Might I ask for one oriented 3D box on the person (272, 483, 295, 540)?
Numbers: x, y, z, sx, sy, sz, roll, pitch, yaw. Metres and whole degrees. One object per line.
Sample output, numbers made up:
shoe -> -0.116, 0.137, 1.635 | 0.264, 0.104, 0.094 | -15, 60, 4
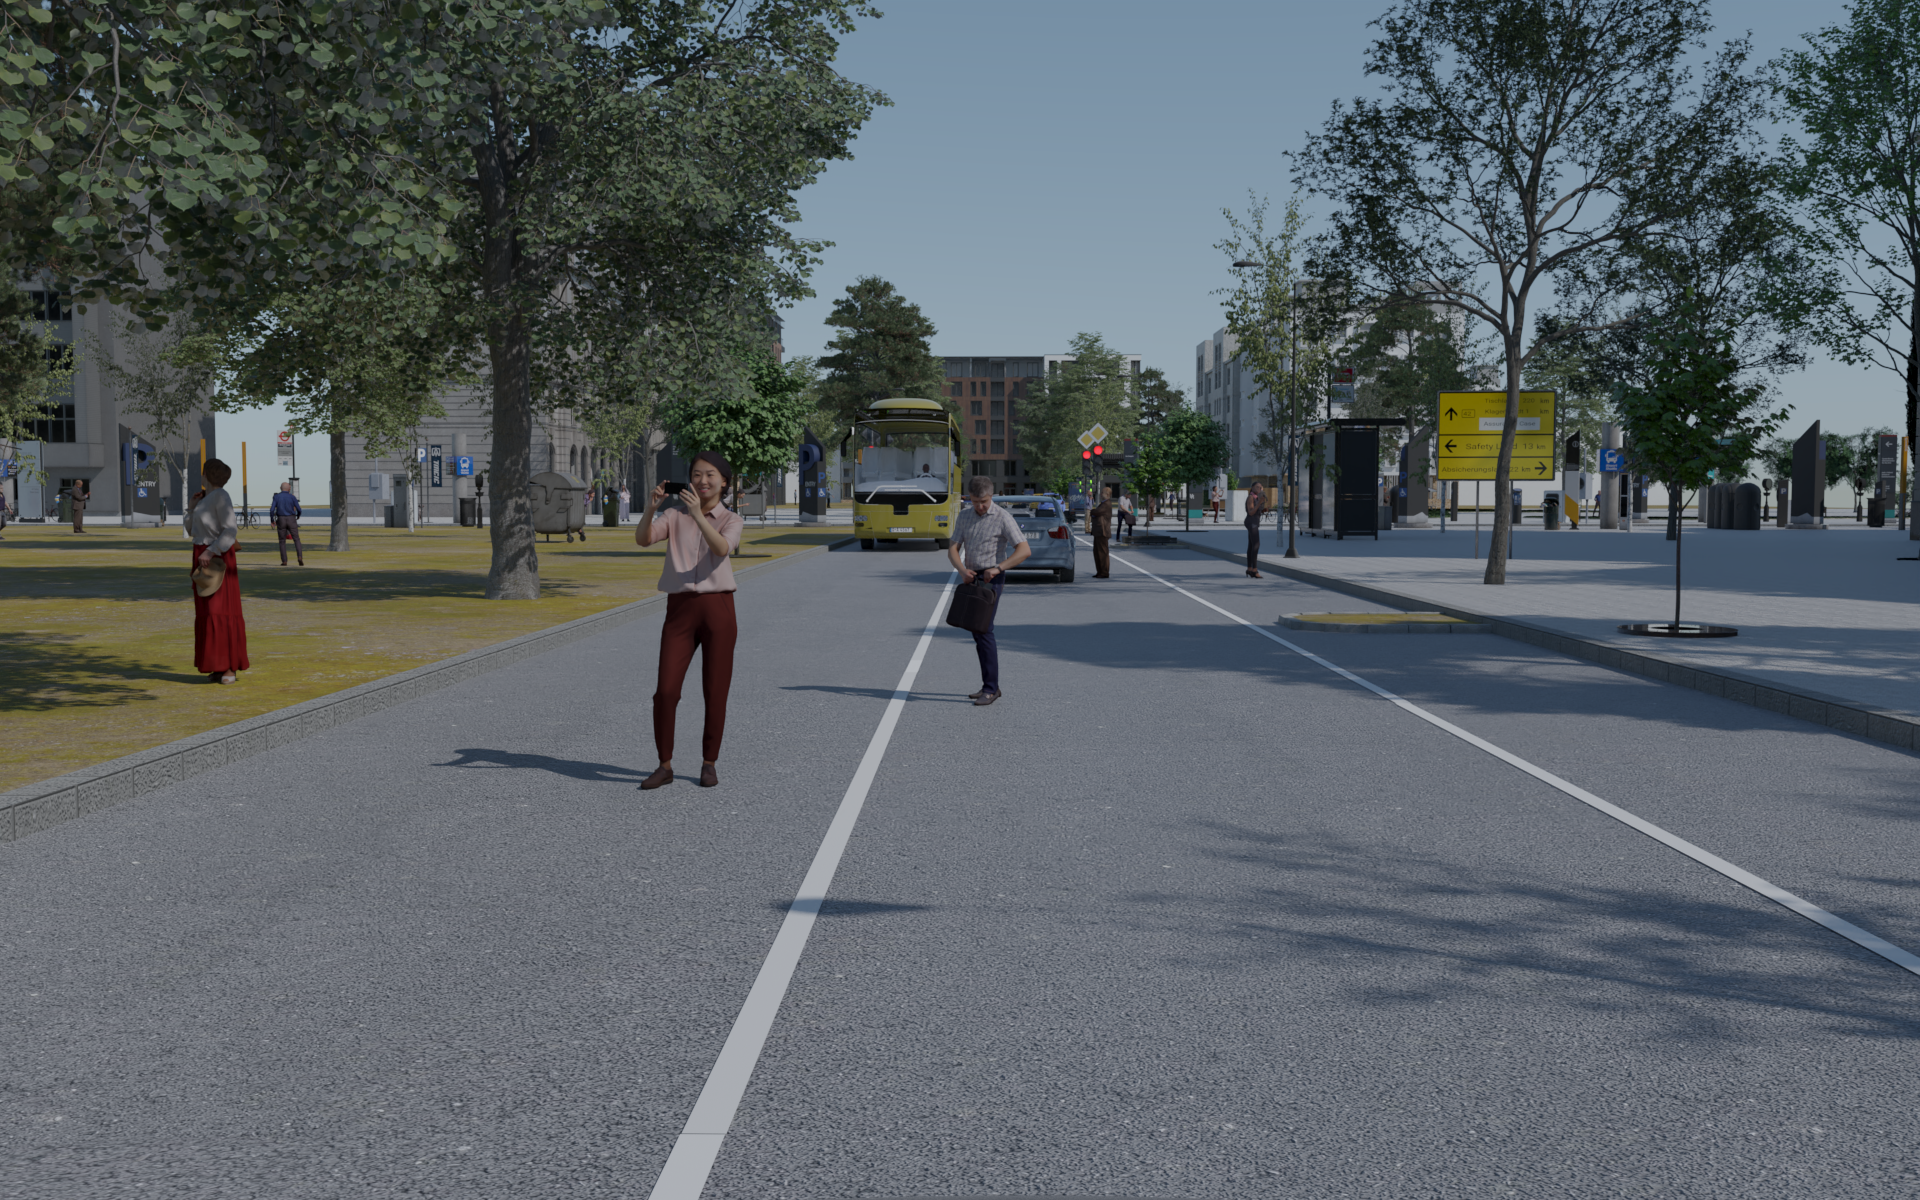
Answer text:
person -> -18.952, -2.497, 48.736 | 0.662, 1.594, 0.647 | 2, 4, 24

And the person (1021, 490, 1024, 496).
person -> 7.272, -11.852, 201.916 | 0.705, 1.869, 1.348 | 0, 4, 5

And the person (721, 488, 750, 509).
person -> -5.922, -2.180, 44.883 | 0.799, 1.438, 0.628 | -2, 4, -25

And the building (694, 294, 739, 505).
building -> -29.426, -19.149, 169.498 | 16.016, 20.091, 11.380 | 0, 4, 1

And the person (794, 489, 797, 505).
person -> -19.080, -11.938, 201.211 | 0.705, 1.826, 1.348 | -1, 4, -12

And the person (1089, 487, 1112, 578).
person -> 2.395, -1.143, 29.450 | 0.388, 1.546, 0.482 | 0, 4, 0

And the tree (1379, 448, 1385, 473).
tree -> 21.907, -6.875, 96.114 | 4.285, 4.588, 4.351 | 0, 3, 0

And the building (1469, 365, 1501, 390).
building -> 73.314, -24.666, 259.708 | 11.380, 20.091, 16.016 | 0, 4, 1

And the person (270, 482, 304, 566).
person -> -11.974, -1.361, 30.987 | 0.574, 1.496, 0.600 | 0, 4, 1

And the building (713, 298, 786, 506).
building -> -37.102, -21.446, 194.609 | 32.646, 21.610, 27.936 | 0, 4, 1

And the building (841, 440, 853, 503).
building -> -11.943, -24.777, 261.524 | 11.380, 20.091, 16.016 | 0, 4, 1

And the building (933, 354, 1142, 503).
building -> 10.396, -25.878, 267.083 | 32.646, 21.610, 27.936 | 0, 4, 1

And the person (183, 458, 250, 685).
person -> -5.067, -0.202, 11.809 | 0.387, 1.526, 0.523 | -3, 4, -38

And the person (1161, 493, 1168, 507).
person -> 20.801, -10.461, 177.169 | 0.705, 1.812, 1.348 | -3, 4, -37

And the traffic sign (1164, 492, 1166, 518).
traffic sign -> 11.151, -5.756, 94.221 | 0.768, 2.556, 0.104 | 0, 4, 3

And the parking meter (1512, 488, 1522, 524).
parking meter -> 23.929, -4.034, 74.365 | 0.372, 1.533, 0.369 | 0, 3, 0

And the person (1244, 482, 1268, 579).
person -> 5.077, -1.199, 29.574 | 0.415, 1.643, 0.593 | -2, 4, -27

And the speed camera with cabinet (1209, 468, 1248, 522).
speed camera with cabinet -> 12.538, -5.293, 80.878 | 2.038, 3.252, 0.660 | -3, 4, -36

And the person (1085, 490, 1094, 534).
person -> 4.685, -3.187, 62.677 | 0.319, 1.574, 0.516 | 2, 4, 29

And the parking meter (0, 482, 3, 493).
parking meter -> -43.302, -4.423, 78.030 | 0.255, 1.863, 0.399 | -1, 4, -14

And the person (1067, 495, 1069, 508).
person -> 10.193, -9.572, 162.420 | 0.599, 1.838, 0.709 | 1, 4, 17

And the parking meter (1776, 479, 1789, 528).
parking meter -> 31.445, -3.702, 66.239 | 0.399, 1.863, 0.255 | 1, 4, 16

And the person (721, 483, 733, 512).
person -> -9.004, -3.698, 67.334 | 0.431, 1.722, 0.655 | 2, 4, 25

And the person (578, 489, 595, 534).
person -> -11.927, -2.793, 54.945 | 0.697, 1.427, 0.421 | 0, 4, 6

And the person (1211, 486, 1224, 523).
person -> 11.403, -4.234, 76.731 | 0.517, 1.644, 0.566 | 0, 4, -3

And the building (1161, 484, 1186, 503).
building -> 41.106, -19.322, 258.066 | 28.070, 9.664, 9.099 | 0, 4, 1

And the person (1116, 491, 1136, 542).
person -> 4.974, -2.513, 51.801 | 0.590, 1.554, 0.614 | 3, 5, 44

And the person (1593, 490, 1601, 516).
person -> 35.704, -5.397, 96.983 | 0.574, 1.496, 0.600 | 2, 4, 28

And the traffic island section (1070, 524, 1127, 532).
traffic island section -> 5.383, -2.772, 67.599 | 2.009, 0.180, 2.903 | 0, 4, 1

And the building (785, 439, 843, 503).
building -> -31.722, -19.377, 258.961 | 28.070, 9.664, 9.099 | 0, 4, 1

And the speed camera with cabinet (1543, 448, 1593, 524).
speed camera with cabinet -> 26.459, -4.958, 75.403 | 0.660, 3.252, 2.038 | -3, 4, -39

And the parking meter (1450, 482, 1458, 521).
parking meter -> 23.220, -4.627, 81.364 | 0.255, 1.863, 0.399 | 0, 4, 2

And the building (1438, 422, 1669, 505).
building -> 70.090, -15.931, 202.625 | 28.070, 9.664, 9.099 | 0, 4, 1

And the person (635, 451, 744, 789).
person -> -1.302, 0.092, 8.460 | 0.566, 1.644, 0.517 | -3, 5, -43

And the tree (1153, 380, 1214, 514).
tree -> 14.222, -9.842, 111.282 | 4.360, 8.622, 3.978 | 0, 3, 0

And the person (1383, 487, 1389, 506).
person -> 17.479, -3.812, 71.520 | 0.565, 1.739, 0.600 | 3, 5, 45

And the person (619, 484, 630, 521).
person -> -15.707, -4.539, 80.932 | 0.551, 1.740, 0.621 | -2, 4, -33

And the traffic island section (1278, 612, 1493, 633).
traffic island section -> 4.515, 0.248, 18.816 | 1.991, 0.108, 1.994 | 0, 4, 1

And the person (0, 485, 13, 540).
person -> -26.790, -2.451, 48.328 | 0.471, 1.553, 0.569 | 3, 5, 41

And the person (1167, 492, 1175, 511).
person -> 16.039, -7.547, 132.132 | 0.600, 1.496, 0.574 | -1, 4, -14

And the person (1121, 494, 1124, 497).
person -> 15.604, -9.540, 165.254 | 0.421, 1.427, 0.697 | -2, 4, -26

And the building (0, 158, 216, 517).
building -> -62.253, -17.344, 102.634 | 30.058, 24.678, 14.314 | 0, 4, 1

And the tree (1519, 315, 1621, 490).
tree -> 38.293, -11.763, 110.452 | 7.486, 12.596, 7.792 | 0, 3, 0

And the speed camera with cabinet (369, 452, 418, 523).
speed camera with cabinet -> -24.711, -4.965, 75.505 | 2.038, 3.252, 0.660 | 1, 4, 14

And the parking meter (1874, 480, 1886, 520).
parking meter -> 39.568, -4.208, 74.520 | 0.255, 1.863, 0.399 | -2, 4, -25

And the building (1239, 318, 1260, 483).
building -> 35.798, -19.174, 169.916 | 16.016, 20.091, 11.380 | 0, 4, 1

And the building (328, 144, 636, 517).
building -> -28.355, -16.170, 106.187 | 13.314, 21.916, 24.055 | 0, 4, 1

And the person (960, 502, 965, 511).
person -> -0.183, -4.046, 77.842 | 0.799, 1.438, 0.628 | 0, 4, -6

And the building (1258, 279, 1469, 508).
building -> 36.497, -18.461, 158.257 | 16.016, 20.091, 11.380 | 0, 4, 1

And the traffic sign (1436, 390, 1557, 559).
traffic sign -> 10.516, -2.456, 34.036 | 2.265, 3.308, 0.079 | 1, 4, 8

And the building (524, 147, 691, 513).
building -> -27.502, -18.961, 128.039 | 12.078, 24.808, 19.932 | 0, 4, 1

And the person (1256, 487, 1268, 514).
person -> 18.225, -6.001, 104.716 | 0.434, 1.755, 0.990 | -3, 5, -42

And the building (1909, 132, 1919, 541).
building -> 31.805, -14.546, 35.097 | 12.463, 27.353, 25.104 | 0, 4, 1

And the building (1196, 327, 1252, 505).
building -> 36.282, -19.871, 191.341 | 16.747, 18.905, 31.486 | 0, 4, 1

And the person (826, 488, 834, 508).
person -> -12.022, -9.342, 158.767 | 0.705, 1.826, 1.348 | -3, 5, -44

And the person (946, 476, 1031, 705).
person -> 0.197, -0.073, 11.905 | 0.614, 1.554, 0.590 | 2, 4, 33

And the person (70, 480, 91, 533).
person -> -28.865, -3.065, 56.845 | 0.600, 1.739, 0.565 | -3, 5, -42

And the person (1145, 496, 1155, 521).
person -> 8.928, -4.471, 81.408 | 0.482, 1.546, 0.388 | 0, 4, 1
